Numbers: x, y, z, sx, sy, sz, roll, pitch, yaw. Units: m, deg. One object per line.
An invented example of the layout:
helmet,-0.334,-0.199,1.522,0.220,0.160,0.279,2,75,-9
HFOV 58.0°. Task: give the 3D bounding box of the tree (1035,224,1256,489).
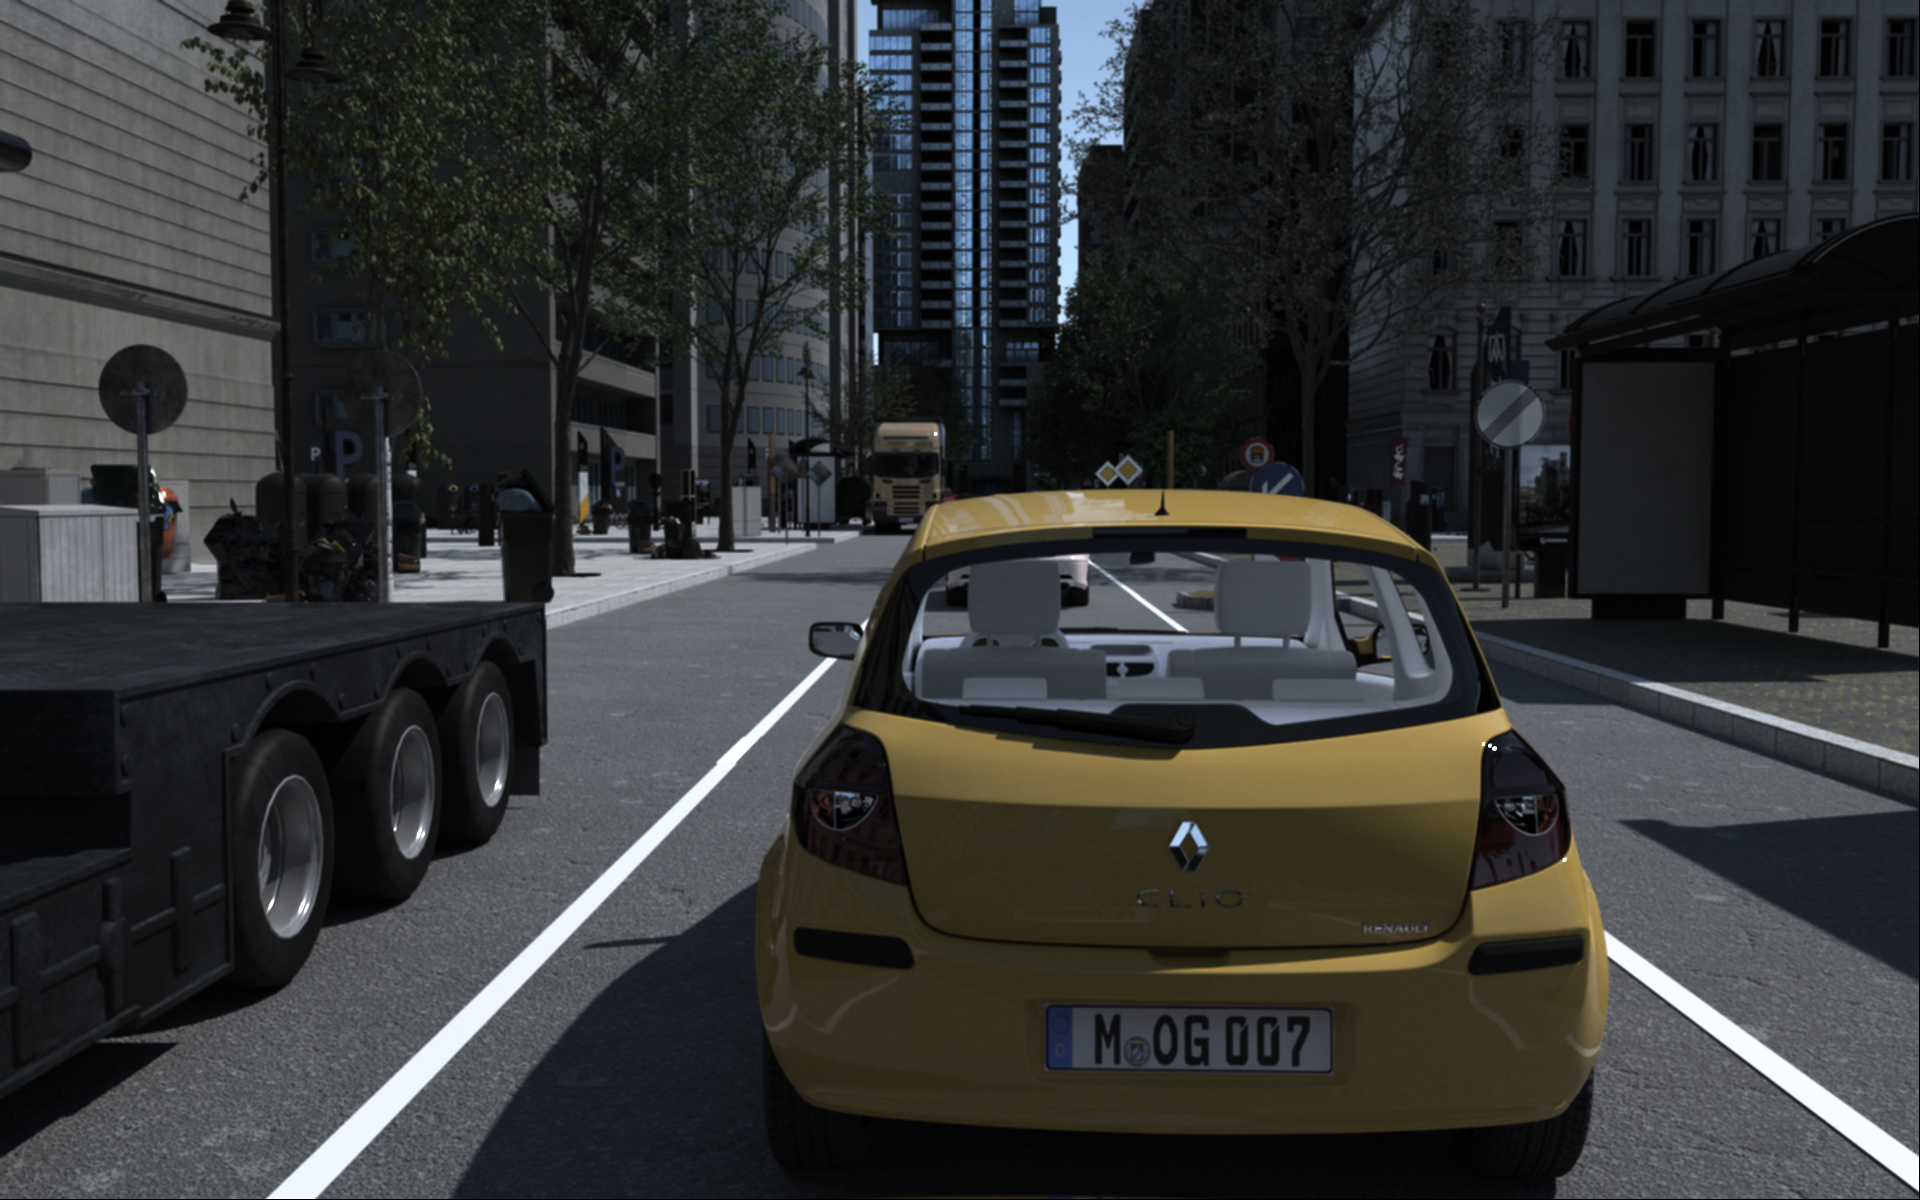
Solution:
tree,7.538,-8.639,67.010,9.928,11.665,9.643,0,3,0

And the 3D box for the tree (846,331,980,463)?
tree,-3.576,-13.486,130.862,12.009,13.543,11.850,0,3,0

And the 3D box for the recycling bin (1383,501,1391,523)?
recycling bin,14.320,-2.850,59.145,0.722,1.027,0.722,1,4,11

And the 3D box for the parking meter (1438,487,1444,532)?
parking meter,16.000,-3.031,57.960,0.372,1.533,0.369,0,3,0

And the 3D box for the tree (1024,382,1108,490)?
tree,8.969,-13.843,144.462,7.486,12.596,7.792,0,3,0

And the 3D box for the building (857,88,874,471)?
building,-16.966,-32.860,187.378,14.200,45.320,14.600,0,4,1

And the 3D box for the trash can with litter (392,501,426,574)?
trash can with litter,-9.020,-1.040,28.396,0.624,1.170,1.055,-2,4,-24

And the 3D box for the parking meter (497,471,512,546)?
parking meter,-11.245,-2.270,42.831,0.255,1.863,0.399,1,4,10

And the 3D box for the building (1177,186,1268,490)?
building,20.223,-16.411,117.479,9.793,20.994,18.267,0,4,1

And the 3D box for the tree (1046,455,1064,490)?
tree,10.650,-15.043,196.316,4.360,8.622,3.978,0,3,0

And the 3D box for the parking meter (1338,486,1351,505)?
parking meter,11.488,-2.654,51.808,0.372,1.533,0.369,0,3,0

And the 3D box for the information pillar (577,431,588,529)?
information pillar,-14.062,-4.477,64.560,0.183,3.616,0.504,2,4,26

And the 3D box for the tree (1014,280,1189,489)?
tree,7.559,-10.590,90.149,9.611,12.733,9.660,0,3,0

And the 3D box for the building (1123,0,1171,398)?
building,27.215,-33.286,167.924,21.300,48.544,21.600,0,4,1

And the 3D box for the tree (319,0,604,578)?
tree,-6.034,-6.172,26.666,9.928,11.665,9.643,0,3,0

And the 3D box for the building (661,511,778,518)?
building,-18.829,-34.555,106.979,21.231,58.520,28.212,0,4,1

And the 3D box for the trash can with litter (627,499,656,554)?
trash can with litter,-6.772,-1.582,37.258,0.624,1.170,1.055,-2,4,-27

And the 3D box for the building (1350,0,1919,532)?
building,24.008,-13.074,62.917,18.267,20.994,9.793,0,4,1

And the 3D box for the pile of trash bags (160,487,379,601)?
pile of trash bags,-8.891,-0.736,21.788,3.447,1.369,1.912,1,4,11

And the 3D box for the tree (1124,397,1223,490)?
tree,7.307,-4.571,58.448,4.285,4.588,4.351,0,3,0

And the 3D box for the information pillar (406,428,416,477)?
information pillar,-19.130,-4.222,60.381,0.183,3.616,0.504,1,4,17

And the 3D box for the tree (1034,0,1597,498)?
tree,6.595,-7.459,32.332,12.009,13.543,11.850,0,3,0

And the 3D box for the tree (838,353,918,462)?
tree,-4.117,-8.522,89.698,4.737,8.622,4.395,0,3,0

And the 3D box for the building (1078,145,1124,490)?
building,22.655,-35.170,225.141,14.200,45.320,14.600,0,4,1

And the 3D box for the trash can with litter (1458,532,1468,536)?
trash can with litter,15.860,-2.617,53.843,2.233,1.210,1.678,1,4,14

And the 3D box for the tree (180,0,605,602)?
tree,-6.194,-4.212,19.230,4.737,8.622,4.395,0,3,0

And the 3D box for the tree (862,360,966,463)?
tree,-3.125,-11.325,119.583,7.601,10.594,8.767,-1,4,-18

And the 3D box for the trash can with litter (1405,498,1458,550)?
trash can with litter,10.189,-1.772,40.022,1.678,1.210,2.233,3,4,39

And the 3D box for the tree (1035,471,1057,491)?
tree,10.255,-13.348,201.951,4.285,4.588,4.351,0,3,0

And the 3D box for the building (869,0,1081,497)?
building,0.148,-56.007,228.390,31.000,86.520,22.319,0,4,1

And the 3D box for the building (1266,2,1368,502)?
building,21.671,-15.339,80.478,12.332,23.373,15.834,0,4,1

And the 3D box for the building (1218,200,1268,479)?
building,20.753,-14.283,98.159,10.561,19.102,19.286,0,4,1

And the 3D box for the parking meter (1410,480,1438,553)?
parking meter,8.294,-1.393,31.184,0.372,1.533,0.369,0,3,0

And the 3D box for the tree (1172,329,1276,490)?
tree,11.816,-7.799,77.882,4.737,8.622,4.395,0,3,0

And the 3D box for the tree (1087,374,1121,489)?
tree,8.521,-9.102,99.177,4.737,8.622,4.395,0,3,0

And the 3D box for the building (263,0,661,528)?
building,-25.787,-27.577,74.581,21.300,48.544,21.600,0,4,1

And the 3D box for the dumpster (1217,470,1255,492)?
dumpster,6.925,-2.193,41.619,1.264,1.857,1.865,0,4,1

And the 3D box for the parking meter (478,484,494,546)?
parking meter,-11.689,-2.097,42.704,0.372,1.533,0.369,0,3,0

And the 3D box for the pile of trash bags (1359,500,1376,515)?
pile of trash bags,27.981,-6.891,122.414,3.447,1.369,1.912,2,4,25

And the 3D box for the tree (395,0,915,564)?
tree,-5.022,-6.874,38.145,9.928,11.665,9.643,0,3,0

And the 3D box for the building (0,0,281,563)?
building,-35.714,-15.358,27.521,44.131,29.872,17.030,0,4,1

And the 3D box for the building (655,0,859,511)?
building,-21.372,-38.154,165.809,21.231,58.520,28.212,0,4,1

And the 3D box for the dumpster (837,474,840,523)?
dumpster,-5.841,-4.523,76.445,1.502,2.255,1.985,0,4,1

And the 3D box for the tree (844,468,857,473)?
tree,-6.877,-7.207,112.433,1.663,3.219,1.824,0,3,0

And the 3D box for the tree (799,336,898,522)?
tree,-5.054,-7.952,80.375,4.360,8.622,3.978,0,3,0

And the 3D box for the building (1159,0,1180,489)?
building,26.720,-43.265,145.636,20.563,71.187,20.611,0,4,1
